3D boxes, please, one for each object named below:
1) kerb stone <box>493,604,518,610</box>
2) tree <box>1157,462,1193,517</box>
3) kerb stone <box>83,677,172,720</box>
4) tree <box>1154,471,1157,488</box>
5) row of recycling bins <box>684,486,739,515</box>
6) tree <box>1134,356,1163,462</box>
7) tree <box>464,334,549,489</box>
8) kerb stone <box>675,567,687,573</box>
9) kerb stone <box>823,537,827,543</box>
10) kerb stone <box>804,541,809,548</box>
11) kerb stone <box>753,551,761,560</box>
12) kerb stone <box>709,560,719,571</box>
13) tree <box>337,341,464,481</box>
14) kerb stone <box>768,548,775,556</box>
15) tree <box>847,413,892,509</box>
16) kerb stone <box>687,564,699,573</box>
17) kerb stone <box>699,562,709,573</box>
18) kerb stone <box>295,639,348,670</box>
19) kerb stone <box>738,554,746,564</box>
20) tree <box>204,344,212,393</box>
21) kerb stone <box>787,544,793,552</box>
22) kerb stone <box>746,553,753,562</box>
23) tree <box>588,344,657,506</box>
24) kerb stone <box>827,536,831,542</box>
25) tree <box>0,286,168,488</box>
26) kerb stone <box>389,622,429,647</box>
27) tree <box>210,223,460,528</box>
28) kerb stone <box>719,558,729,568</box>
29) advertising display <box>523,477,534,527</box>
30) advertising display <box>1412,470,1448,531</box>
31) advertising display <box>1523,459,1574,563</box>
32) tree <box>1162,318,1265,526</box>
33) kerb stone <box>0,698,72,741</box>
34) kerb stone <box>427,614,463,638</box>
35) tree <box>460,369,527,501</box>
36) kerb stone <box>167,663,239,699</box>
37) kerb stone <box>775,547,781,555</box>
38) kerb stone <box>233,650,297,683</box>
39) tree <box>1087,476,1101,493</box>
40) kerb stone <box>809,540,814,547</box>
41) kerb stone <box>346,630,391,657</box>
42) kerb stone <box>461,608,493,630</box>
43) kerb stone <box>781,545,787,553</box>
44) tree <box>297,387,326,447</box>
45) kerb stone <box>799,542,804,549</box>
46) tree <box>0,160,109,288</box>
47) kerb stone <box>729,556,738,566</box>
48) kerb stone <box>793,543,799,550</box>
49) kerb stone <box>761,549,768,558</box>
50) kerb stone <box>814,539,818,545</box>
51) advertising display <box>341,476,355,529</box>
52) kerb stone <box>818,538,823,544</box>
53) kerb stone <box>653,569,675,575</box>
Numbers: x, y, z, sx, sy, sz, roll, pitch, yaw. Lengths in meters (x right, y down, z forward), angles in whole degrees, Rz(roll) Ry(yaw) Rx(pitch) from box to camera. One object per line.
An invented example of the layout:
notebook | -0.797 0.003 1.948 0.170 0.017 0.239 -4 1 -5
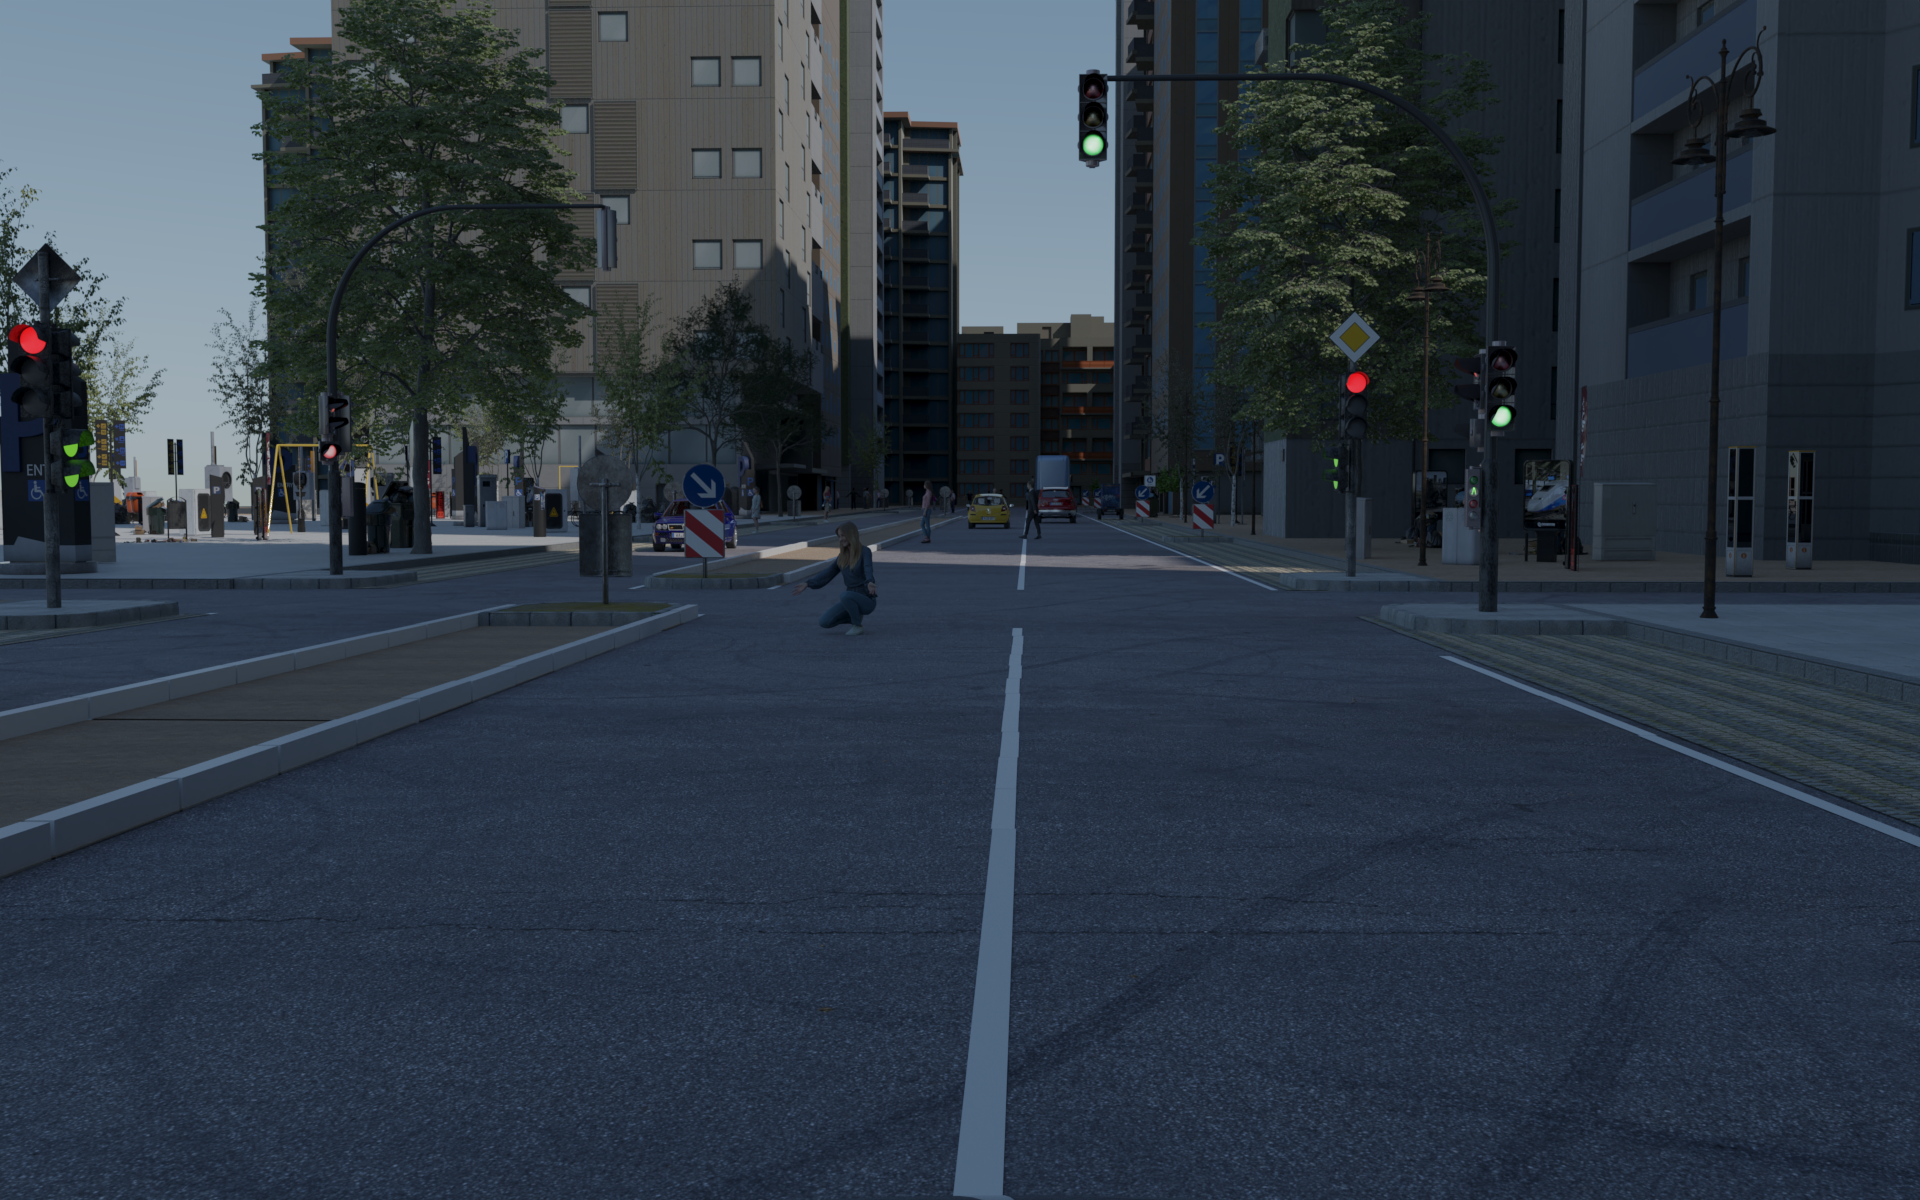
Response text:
kerb stone | -5.214 0.157 19.630 0.120 0.150 1.000 0 4 2
tree | 12.130 -6.161 95.332 1.663 3.219 1.824 0 3 0
kerb stone | -5.538 0.657 11.450 0.120 0.150 1.000 0 4 2
tree | 12.289 -6.666 103.598 1.663 3.219 1.824 0 3 0
row of recycling bins | -13.410 -5.302 93.802 3.534 1.692 1.069 -3 4 -37
tree | 10.912 -8.290 85.903 4.360 8.622 3.978 0 3 0
tree | -19.011 -7.757 77.189 4.737 8.622 4.395 0 3 0
kerb stone | -4.835 -0.441 29.412 0.120 0.150 1.000 0 4 2
kerb stone | -4.026 -1.690 49.889 0.120 0.150 1.000 0 4 2
kerb stone | -4.178 -1.444 45.801 0.120 0.150 1.000 0 4 2
kerb stone | -4.507 -0.941 37.607 0.120 0.150 1.000 0 4 2
kerb stone | -4.712 -0.629 32.480 0.120 0.150 1.000 0 4 2
tree | -24.338 -7.776 77.504 4.737 8.622 4.395 0 3 0
kerb stone | -4.424 -1.067 39.653 0.120 0.150 1.000 0 4 2
tree | -7.736 -12.368 152.577 4.737 8.622 4.395 0 3 0
kerb stone | -4.791 -0.504 30.434 0.120 0.150 1.000 0 4 2
kerb stone | -4.751 -0.566 31.456 0.120 0.150 1.000 0 4 2
kerb stone | -5.413 0.469 14.521 0.120 0.150 1.000 0 4 2
kerb stone | -4.593 -0.817 35.560 0.120 0.150 1.000 0 4 2
tree | -26.484 -7.033 65.344 4.360 8.622 3.978 0 3 0
kerb stone | -4.307 -1.252 42.725 0.120 0.150 1.000 0 4 2
kerb stone | -4.556 -0.880 36.582 0.120 0.150 1.000 0 4 2
tree | -16.346 -8.209 84.572 4.360 8.622 3.978 0 3 0
kerb stone | -3.979 -1.756 50.910 0.120 0.150 1.000 0 4 2
tree | -32.314 -7.001 64.825 4.737 8.622 4.395 0 3 0
kerb stone | -5.338 0.348 16.567 0.120 0.150 1.000 0 4 2
tree | -16.178 -5.788 44.996 4.360 8.622 3.978 0 3 0
kerb stone | -4.668 -0.690 33.508 0.120 0.150 1.000 0 4 2
advertising display | -16.725 -3.791 67.200 0.123 1.923 0.974 0 4 4
advertising display | 12.650 -2.532 46.617 0.974 1.923 0.123 -1 4 -13
advertising display | 11.048 -1.673 32.562 0.123 1.923 0.974 -3 5 -40
tree | 11.086 -7.275 69.311 4.360 8.622 3.978 0 3 0
kerb stone | -5.580 0.720 10.429 0.120 0.150 1.000 0 4 2
kerb stone | -5.294 0.282 17.588 0.120 0.150 1.000 0 4 2
tree | -26.190 -8.965 96.944 4.360 8.622 3.978 0 3 0
kerb stone | -5.504 0.594 12.478 0.120 0.150 1.000 0 4 2
kerb stone | -4.389 -1.130 40.676 0.120 0.150 1.000 0 4 2
kerb stone | -5.462 0.532 13.499 0.120 0.150 1.000 0 4 2
tree | 14.147 -11.294 179.265 1.663 3.219 1.824 0 3 0
kerb stone | -4.146 -1.500 46.823 0.120 0.150 1.000 0 4 2
kerb stone | -5.377 0.407 15.546 0.120 0.150 1.000 0 4 2
kerb stone | -5.255 0.219 18.609 0.120 0.150 1.000 0 4 2
kerb stone | -4.347 -1.190 41.703 0.120 0.150 1.000 0 4 2
tree | -31.416 -8.416 87.966 4.737 8.622 4.395 0 3 0
kerb stone | -4.220 -1.375 44.777 0.120 0.150 1.000 0 4 2
tree | -20.902 -5.370 38.161 4.737 8.622 4.395 0 3 0
kerb stone | -4.618 -0.755 34.538 0.120 0.150 1.000 0 4 2
kerb stone | -4.264 -1.318 43.746 0.120 0.150 1.000 0 4 2
kerb stone | -4.465 -1.004 38.628 0.120 0.150 1.000 0 4 2
kerb stone | -4.108 -1.567 47.845 0.120 0.150 1.000 0 4 2
advertising display | -22.356 -3.535 63.009 0.123 1.923 0.974 2 4 26
kerb stone | -4.061 -1.631 48.867 0.120 0.150 1.000 0 4 2
kerb stone | -4.870 -0.378 28.390 0.120 0.150 1.000 0 4 2
